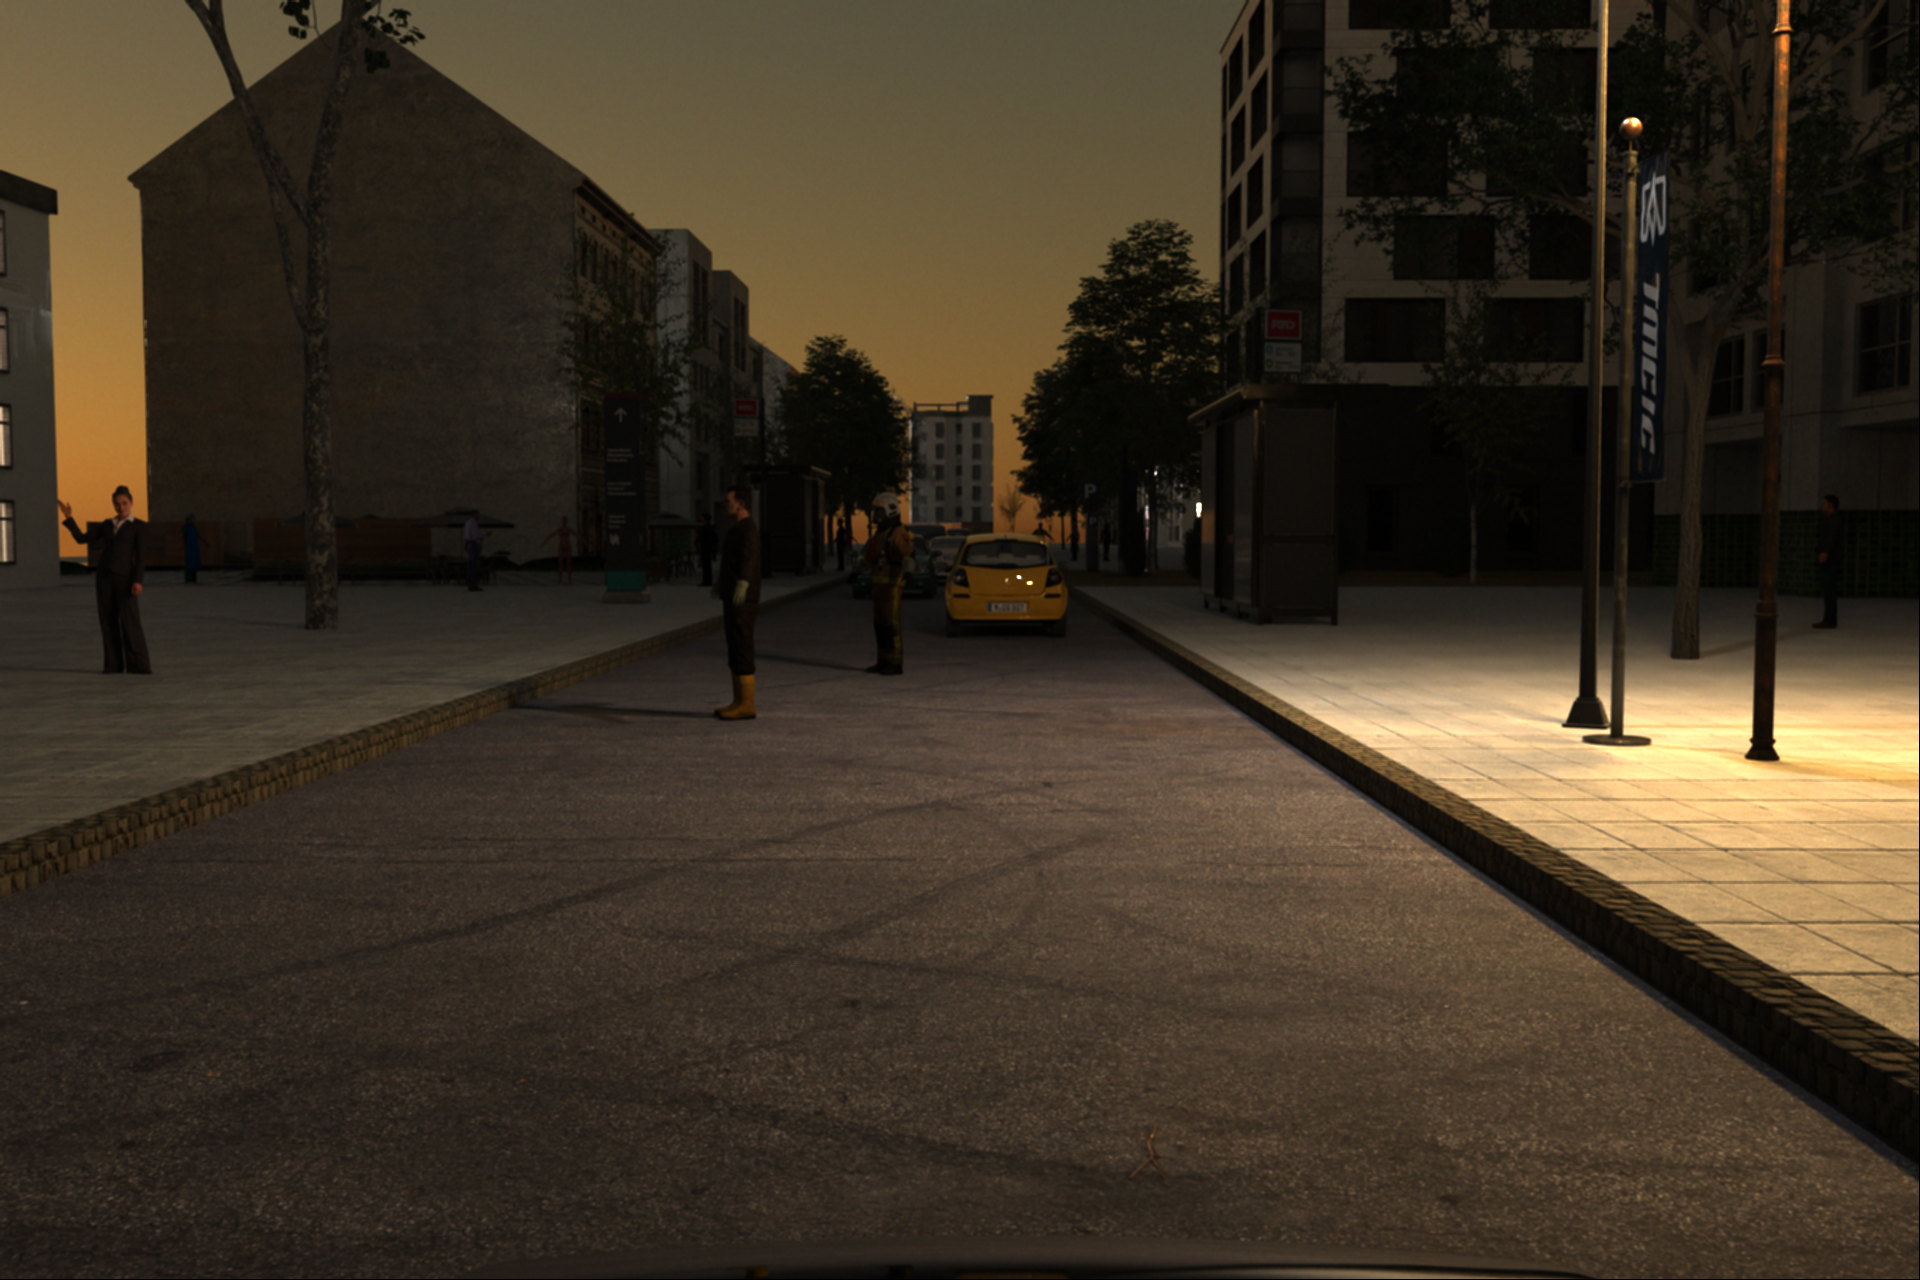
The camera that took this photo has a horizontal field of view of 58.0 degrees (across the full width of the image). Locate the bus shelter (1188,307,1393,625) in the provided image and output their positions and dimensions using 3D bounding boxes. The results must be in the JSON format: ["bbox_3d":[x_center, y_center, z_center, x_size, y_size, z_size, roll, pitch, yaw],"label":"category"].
[{"bbox_3d":[5.012,-3.106,28.423,2.179,5.291,8.768,0,4,0],"label":"bus shelter"}]

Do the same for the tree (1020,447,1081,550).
[{"bbox_3d":[8.623,-12.708,142.185,8.767,10.594,7.601,1,4,21],"label":"tree"}]

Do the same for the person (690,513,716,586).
[{"bbox_3d":[-6.259,-2.225,42.569,0.705,1.806,1.347,1,4,15],"label":"person"}]

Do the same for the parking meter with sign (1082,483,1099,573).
[{"bbox_3d":[4.435,-3.802,58.421,0.543,3.016,1.738,0,4,0],"label":"parking meter with sign"}]

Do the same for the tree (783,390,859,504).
[{"bbox_3d":[-7.244,-8.470,88.847,4.360,8.622,3.978,0,3,0],"label":"tree"}]

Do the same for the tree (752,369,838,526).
[{"bbox_3d":[-7.428,-7.761,77.258,4.737,8.622,4.395,0,3,0],"label":"tree"}]

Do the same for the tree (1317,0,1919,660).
[{"bbox_3d":[7.213,-5.068,17.273,8.767,10.594,7.601,3,5,42],"label":"tree"}]

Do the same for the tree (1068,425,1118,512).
[{"bbox_3d":[8.576,-9.777,110.217,4.737,8.622,4.395,0,3,0],"label":"tree"}]

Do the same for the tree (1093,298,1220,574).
[{"bbox_3d":[5.922,-6.397,54.960,4.360,8.622,3.978,0,3,0],"label":"tree"}]

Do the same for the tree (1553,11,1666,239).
[{"bbox_3d":[23.445,-11.854,49.697,12.611,20.169,13.585,0,3,0],"label":"tree"}]

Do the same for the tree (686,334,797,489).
[{"bbox_3d":[-8.634,-6.997,64.764,4.360,8.622,3.978,0,3,0],"label":"tree"}]

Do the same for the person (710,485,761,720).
[{"bbox_3d":[-1.744,-0.298,13.466,0.704,1.812,1.346,-1,4,-15],"label":"person"}]

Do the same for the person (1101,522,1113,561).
[{"bbox_3d":[6.936,-4.640,81.642,0.705,1.856,1.354,1,4,20],"label":"person"}]

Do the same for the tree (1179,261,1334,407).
[{"bbox_3d":[7.648,-5.955,47.725,4.360,8.622,3.978,0,3,0],"label":"tree"}]

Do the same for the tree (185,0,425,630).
[{"bbox_3d":[-9.829,-10.266,23.733,12.611,20.169,13.585,0,3,0],"label":"tree"}]

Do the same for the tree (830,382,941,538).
[{"bbox_3d":[-6.960,-13.572,132.272,12.009,13.543,11.850,0,3,0],"label":"tree"}]

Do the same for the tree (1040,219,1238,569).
[{"bbox_3d":[6.683,-8.876,63.246,7.486,12.596,7.792,0,3,0],"label":"tree"}]

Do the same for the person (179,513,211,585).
[{"bbox_3d":[-19.336,-2.293,43.622,0.704,1.817,1.347,0,4,7],"label":"person"}]

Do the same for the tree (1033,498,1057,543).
[{"bbox_3d":[12.566,-17.482,236.195,4.360,8.622,3.978,0,3,0],"label":"tree"}]

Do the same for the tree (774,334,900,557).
[{"bbox_3d":[-7.058,-11.058,98.931,7.486,12.596,7.792,0,3,0],"label":"tree"}]

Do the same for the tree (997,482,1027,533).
[{"bbox_3d":[7.668,-17.744,240.482,4.360,8.622,3.978,0,3,0],"label":"tree"}]

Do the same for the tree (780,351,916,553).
[{"bbox_3d":[-7.808,-13.014,119.437,9.857,13.997,8.962,0,3,0],"label":"tree"}]

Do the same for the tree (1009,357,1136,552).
[{"bbox_3d":[8.186,-13.262,123.481,9.857,13.997,8.962,0,3,0],"label":"tree"}]

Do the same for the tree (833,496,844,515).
[{"bbox_3d":[-19.543,-20.112,239.200,12.009,13.543,11.850,0,3,0],"label":"tree"}]

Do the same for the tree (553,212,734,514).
[{"bbox_3d":[-7.708,-5.532,40.809,4.737,8.622,4.395,0,3,0],"label":"tree"}]

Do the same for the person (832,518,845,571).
[{"bbox_3d":[-4.192,-3.330,60.376,0.705,1.837,1.347,1,4,8],"label":"person"}]

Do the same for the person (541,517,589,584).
[{"bbox_3d":[-10.231,-2.327,44.841,1.217,1.733,0.721,-1,4,-16],"label":"person"}]

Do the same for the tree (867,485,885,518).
[{"bbox_3d":[-10.814,-17.679,239.416,4.360,8.622,3.978,0,3,0],"label":"tree"}]

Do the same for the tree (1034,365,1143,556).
[{"bbox_3d":[7.934,-10.743,101.411,9.928,11.665,9.643,0,3,0],"label":"tree"}]

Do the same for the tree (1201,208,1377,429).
[{"bbox_3d":[7.180,-5.470,39.804,4.360,8.622,3.978,0,3,0],"label":"tree"}]

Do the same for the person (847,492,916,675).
[{"bbox_3d":[-0.765,-0.581,17.717,0.705,1.858,1.354,-2,4,-29],"label":"person"}]

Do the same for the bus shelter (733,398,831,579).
[{"bbox_3d":[-5.518,-4.657,53.778,2.179,5.291,8.768,0,4,1],"label":"bus shelter"}]

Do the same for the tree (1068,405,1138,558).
[{"bbox_3d":[7.770,-8.727,93.052,4.360,8.622,3.978,0,3,0],"label":"tree"}]

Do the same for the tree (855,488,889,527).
[{"bbox_3d":[-7.506,-12.078,147.844,4.360,8.622,3.978,0,3,0],"label":"tree"}]

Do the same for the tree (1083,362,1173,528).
[{"bbox_3d":[7.768,-7.500,72.988,4.360,8.622,3.978,0,3,0],"label":"tree"}]

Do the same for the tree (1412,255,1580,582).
[{"bbox_3d":[13.679,-5.818,45.484,4.737,8.622,4.395,0,3,0],"label":"tree"}]
